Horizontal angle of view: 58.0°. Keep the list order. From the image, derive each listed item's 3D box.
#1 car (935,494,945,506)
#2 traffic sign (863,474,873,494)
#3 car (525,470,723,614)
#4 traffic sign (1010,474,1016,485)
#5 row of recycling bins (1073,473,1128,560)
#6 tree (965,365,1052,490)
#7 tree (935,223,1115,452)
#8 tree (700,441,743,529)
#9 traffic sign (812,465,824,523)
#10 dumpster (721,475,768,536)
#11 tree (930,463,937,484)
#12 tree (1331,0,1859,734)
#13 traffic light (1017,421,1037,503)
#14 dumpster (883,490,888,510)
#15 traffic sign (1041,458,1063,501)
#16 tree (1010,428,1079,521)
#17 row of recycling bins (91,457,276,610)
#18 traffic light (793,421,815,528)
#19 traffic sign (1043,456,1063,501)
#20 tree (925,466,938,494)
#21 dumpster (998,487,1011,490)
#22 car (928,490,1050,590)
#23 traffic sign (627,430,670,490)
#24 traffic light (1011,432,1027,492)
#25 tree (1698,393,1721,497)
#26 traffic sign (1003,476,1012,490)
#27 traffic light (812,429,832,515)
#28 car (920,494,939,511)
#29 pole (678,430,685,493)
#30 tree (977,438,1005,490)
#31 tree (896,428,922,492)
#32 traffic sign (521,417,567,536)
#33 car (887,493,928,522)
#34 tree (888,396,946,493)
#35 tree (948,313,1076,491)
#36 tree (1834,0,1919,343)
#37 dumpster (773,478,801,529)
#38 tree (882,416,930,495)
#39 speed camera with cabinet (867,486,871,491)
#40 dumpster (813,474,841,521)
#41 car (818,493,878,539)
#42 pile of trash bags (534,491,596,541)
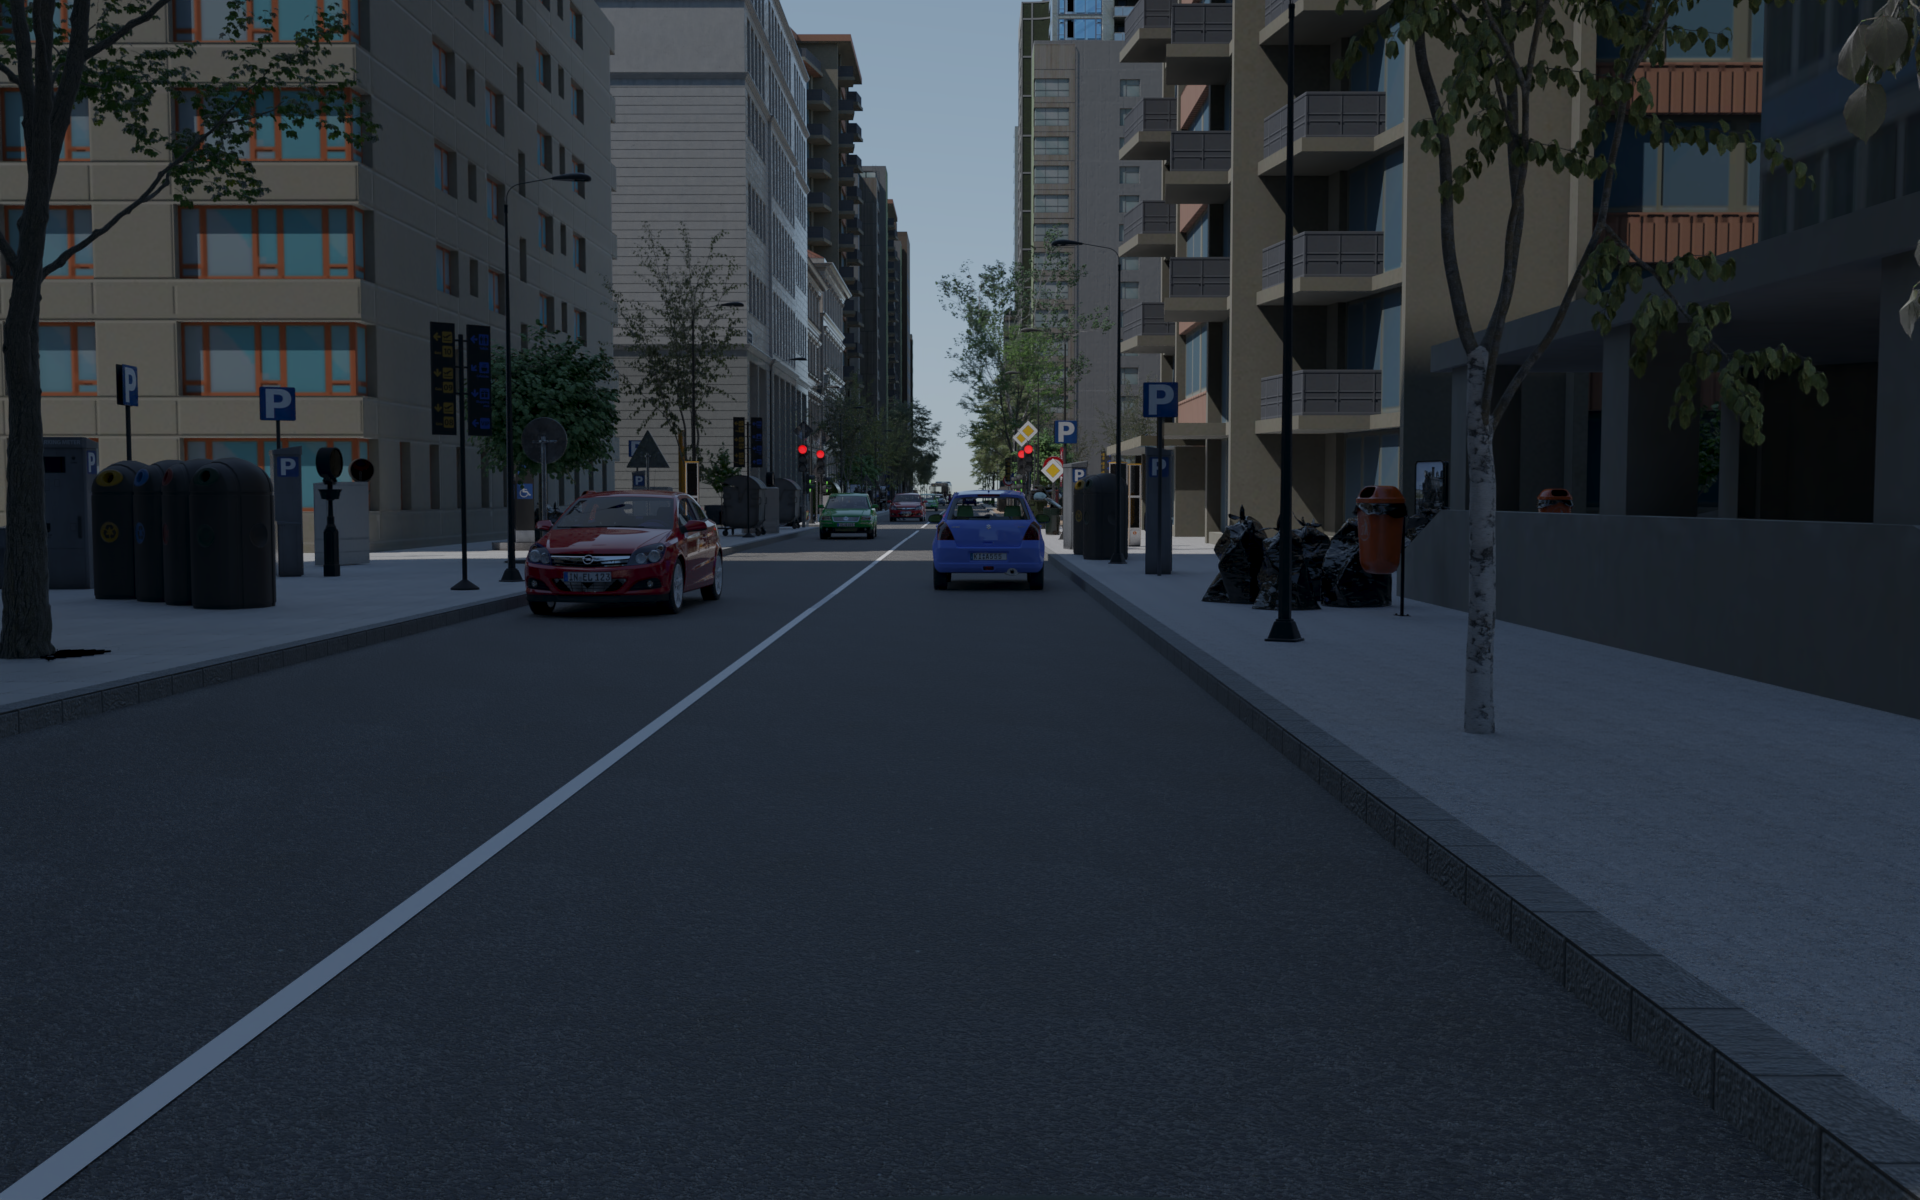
[{"bbox_3d":[-2.714,-12.030,208.695,2.014,1.417,4.499,0,4,-1],"label":"car"},{"bbox_3d":[-6.022,-6.827,111.626,0.884,2.594,0.081,0,4,7],"label":"traffic sign"},{"bbox_3d":[-4.195,-0.794,22.022,2.155,1.783,4.494,0,4,2],"label":"car"},{"bbox_3d":[3.132,-5.794,94.840,0.768,2.556,0.104,1,4,9],"label":"traffic sign"},{"bbox_3d":[2.893,-1.724,35.307,1.069,1.692,3.534,0,3,0],"label":"row of recycling bins"},{"bbox_3d":[4.309,-14.195,150.221,7.486,12.596,7.792,0,3,0],"label":"tree"},{"bbox_3d":[4.459,-16.272,121.934,12.611,20.169,13.585,0,3,0],"label":"tree"},{"bbox_3d":[-8.610,-4.203,63.322,1.663,3.219,1.824,0,3,0],"label":"tree"},{"bbox_3d":[-6.331,-4.681,76.537,0.884,2.594,0.081,0,4,3],"label":"traffic sign"},{"bbox_3d":[-6.648,-2.908,53.310,1.264,1.857,1.865,0,3,0],"label":"dumpster"},{"bbox_3d":[-5.746,-14.789,192.166,4.360,8.622,3.978,0,3,0],"label":"tree"},{"bbox_3d":[2.788,-3.576,8.833,4.737,8.622,4.395,0,3,0],"label":"tree"},{"bbox_3d":[2.588,-4.731,66.279,0.839,4.253,0.868,0,4,0],"label":"traffic light"},{"bbox_3d":[-6.255,-7.885,134.680,1.264,1.857,1.865,0,4,0],"label":"dumpster"},{"bbox_3d":[2.997,-3.344,55.861,0.795,2.450,0.064,0,4,3],"label":"traffic sign"},{"bbox_3d":[4.224,-6.109,83.603,4.285,4.588,4.351,0,3,0],"label":"tree"},{"bbox_3d":[-9.205,-0.820,20.520,3.534,1.692,1.069,3,5,42],"label":"row of recycling bins"},{"bbox_3d":[-5.974,-4.733,66.298,0.839,4.253,0.868,0,4,0],"label":"traffic light"},{"bbox_3d":[3.156,-3.547,58.095,0.768,2.556,0.104,1,4,9],"label":"traffic sign"},{"bbox_3d":[-5.803,-21.264,298.026,4.737,8.622,4.395,0,3,0],"label":"tree"},{"bbox_3d":[3.410,-7.765,132.722,1.264,1.857,1.865,0,4,0],"label":"dumpster"},{"bbox_3d":[0.454,-1.079,27.239,1.945,1.707,3.694,0,4,1],"label":"car"},{"bbox_3d":[-6.351,-2.157,35.267,0.884,2.594,0.081,0,4,2],"label":"traffic sign"},{"bbox_3d":[2.620,-5.220,74.264,0.839,4.253,0.868,0,4,0],"label":"traffic light"},{"bbox_3d":[11.919,-2.067,28.405,1.663,3.219,1.824,0,3,0],"label":"tree"},{"bbox_3d":[3.153,-6.839,111.917,0.768,2.556,0.104,1,4,10],"label":"traffic sign"},{"bbox_3d":[-5.941,-5.221,74.283,0.839,4.253,0.868,0,4,0],"label":"traffic light"},{"bbox_3d":[-2.712,-8.279,144.160,1.959,1.807,4.718,0,4,0],"label":"car"},{"bbox_3d":[-8.854,-3.749,55.144,0.158,3.312,0.155,0,3,0],"label":"pole"},{"bbox_3d":[3.661,-15.250,199.703,4.360,8.622,3.978,0,3,0],"label":"tree"},{"bbox_3d":[-6.267,-11.512,138.581,4.737,8.622,4.395,0,3,0],"label":"tree"},{"bbox_3d":[-6.915,-1.756,28.815,0.768,2.556,0.104,0,4,2],"label":"traffic sign"},{"bbox_3d":[-2.748,-5.023,91.174,2.155,1.783,4.494,0,4,1],"label":"car"},{"bbox_3d":[-6.907,-19.455,224.744,9.857,13.997,8.962,0,3,0],"label":"tree"},{"bbox_3d":[3.154,-10.644,99.782,9.928,11.665,9.643,0,3,0],"label":"tree"},{"bbox_3d":[2.710,-3.180,2.358,4.360,8.622,3.978,0,3,0],"label":"tree"},{"bbox_3d":[-6.550,-3.554,63.859,1.264,1.857,1.865,0,3,0],"label":"dumpster"},{"bbox_3d":[-5.963,-13.039,163.554,4.360,8.622,3.978,0,3,0],"label":"tree"},{"bbox_3d":[-7.419,-9.100,143.121,0.660,3.252,2.038,1,4,18],"label":"speed camera with cabinet"},{"bbox_3d":[-6.406,-4.837,81.583,1.502,2.255,1.985,0,4,0],"label":"dumpster"},{"bbox_3d":[-3.626,-2.915,56.452,1.959,1.807,4.718,0,4,-1],"label":"car"},{"bbox_3d":[-10.216,-2.215,45.974,1.912,1.369,3.447,-2,4,-30],"label":"pile of trash bags"}]
